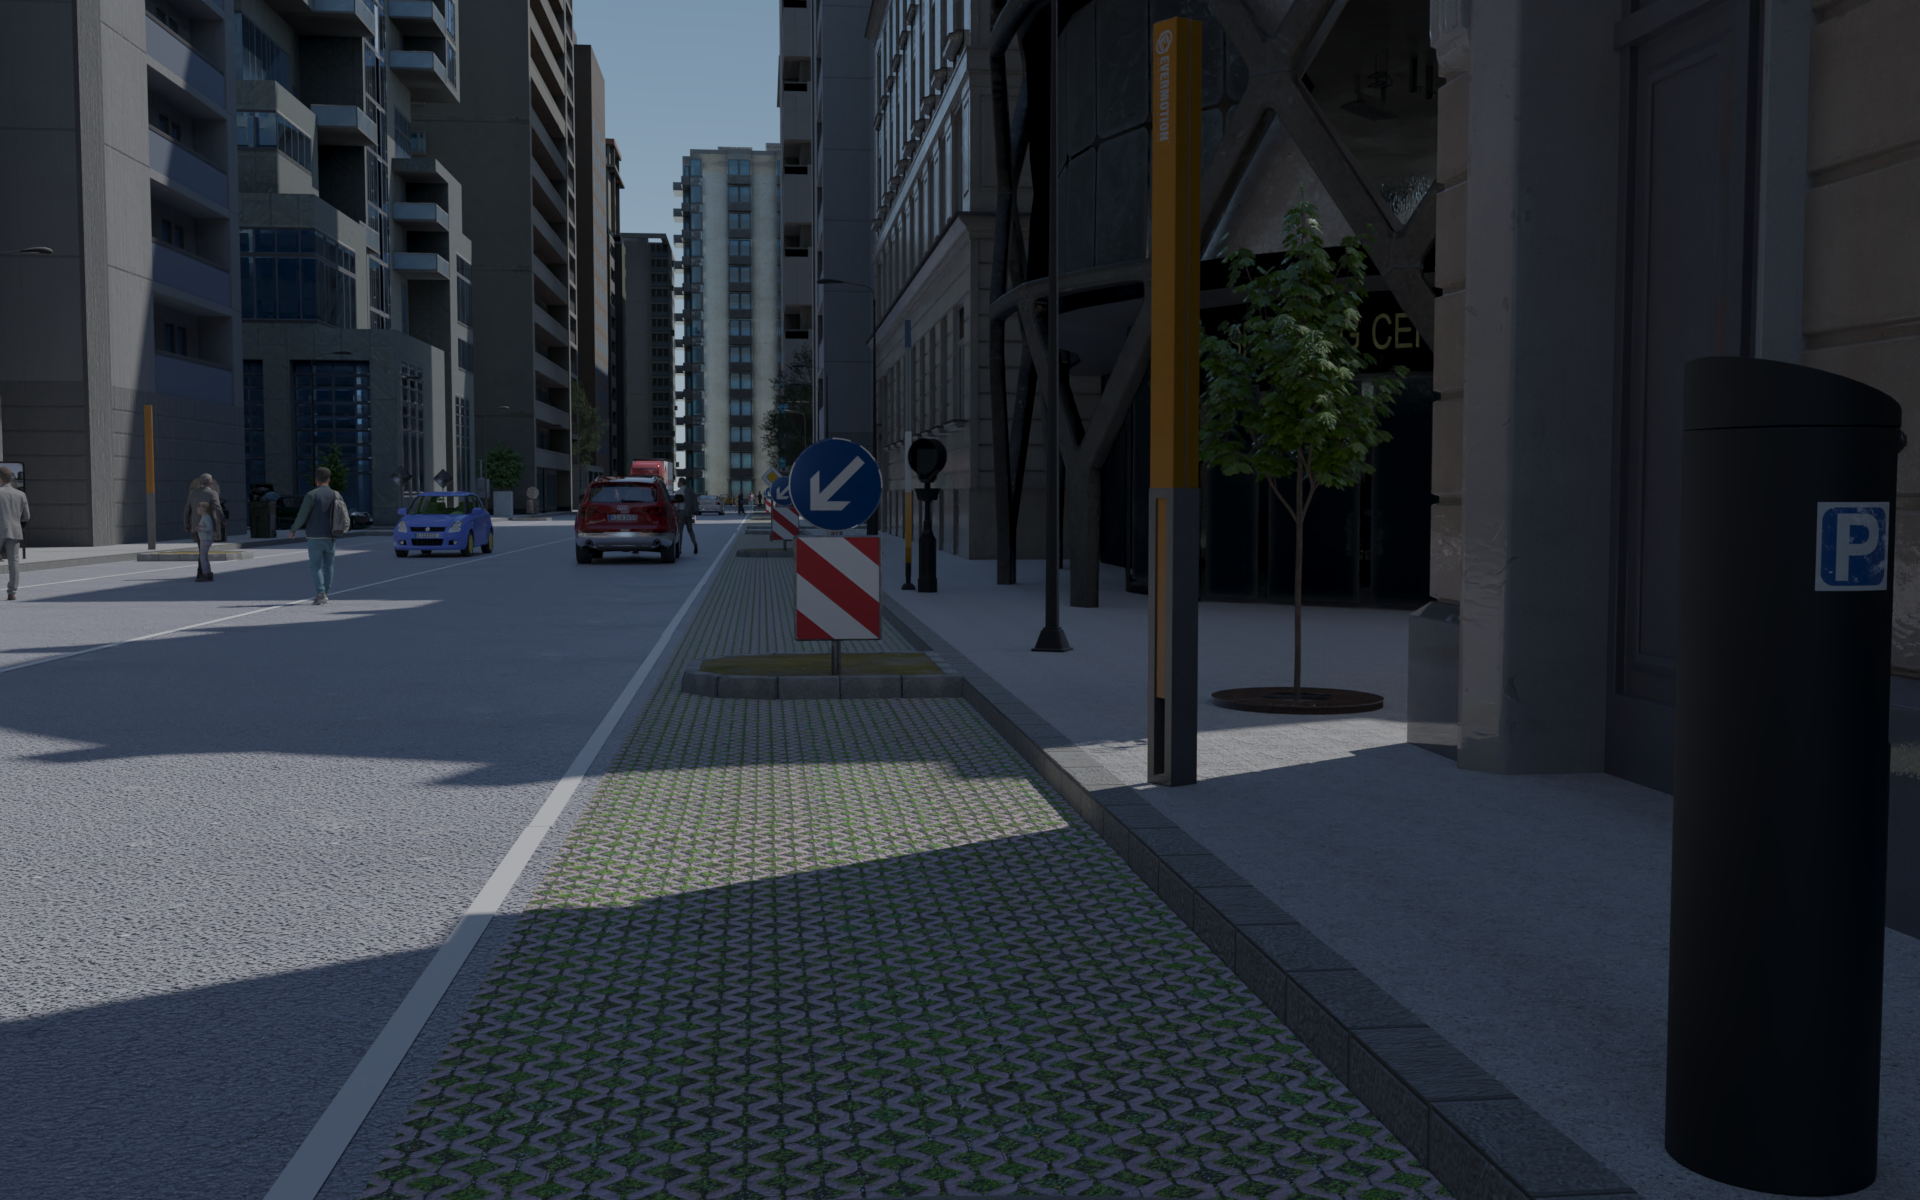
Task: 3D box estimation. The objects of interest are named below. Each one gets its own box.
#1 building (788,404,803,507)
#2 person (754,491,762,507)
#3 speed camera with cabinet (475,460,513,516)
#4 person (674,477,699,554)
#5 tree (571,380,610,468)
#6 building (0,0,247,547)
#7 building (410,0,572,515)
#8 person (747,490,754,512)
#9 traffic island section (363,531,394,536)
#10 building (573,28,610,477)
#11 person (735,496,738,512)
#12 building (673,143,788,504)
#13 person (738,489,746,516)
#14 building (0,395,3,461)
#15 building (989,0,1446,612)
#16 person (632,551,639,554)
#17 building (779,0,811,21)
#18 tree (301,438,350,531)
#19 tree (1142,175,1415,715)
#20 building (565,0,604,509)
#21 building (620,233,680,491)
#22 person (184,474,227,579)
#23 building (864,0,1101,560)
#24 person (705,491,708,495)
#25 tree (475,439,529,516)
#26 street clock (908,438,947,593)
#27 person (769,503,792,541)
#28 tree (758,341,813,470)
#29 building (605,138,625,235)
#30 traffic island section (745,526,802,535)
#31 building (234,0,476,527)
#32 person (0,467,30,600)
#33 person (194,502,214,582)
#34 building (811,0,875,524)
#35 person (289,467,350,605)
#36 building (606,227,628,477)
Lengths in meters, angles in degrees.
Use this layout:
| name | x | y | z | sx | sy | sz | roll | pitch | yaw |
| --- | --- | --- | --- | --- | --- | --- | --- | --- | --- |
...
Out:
| name | x | y | z | sx | sy | sz | roll | pitch | yaw |
| --- | --- | --- | --- | --- | --- | --- | --- | --- | --- |
| building | -5.873 | -33.254 | 167.402 | 21.300 | 48.544 | 21.600 | 0 | 4 | -7 |
| person | -22.186 | -11.107 | 190.622 | 0.750 | 1.759 | 0.617 | -2 | 4 | -31 |
| speed camera with cabinet | -26.895 | -6.460 | 99.964 | 2.038 | 3.252 | 0.660 | 0 | 4 | 4 |
| person | -6.555 | -2.011 | 41.487 | 0.679 | 1.850 | 0.850 | -3 | 5 | -44 |
| tree | -30.834 | -12.079 | 131.901 | 8.767 | 10.594 | 7.601 | 0 | 4 | -8 |
| building | -36.000 | -30.891 | 47.075 | 28.212 | 58.520 | 21.231 | 0 | 4 | -7 |
| building | -38.009 | -30.035 | 114.770 | 21.300 | 48.544 | 21.600 | 0 | 4 | -7 |
| person | -16.860 | -7.971 | 139.666 | 0.563 | 1.720 | 0.643 | -3 | 4 | -36 |
| traffic island section | -19.543 | -2.344 | 60.598 | 2.009 | 0.180 | 2.903 | 0 | 4 | -7 |
| building | -42.218 | -31.781 | 169.730 | 14.600 | 45.320 | 14.200 | 0 | 4 | -7 |
| person | -17.712 | -7.636 | 137.616 | 0.475 | 1.303 | 0.640 | 2 | 4 | 28 |
| building | -23.816 | -37.890 | 239.115 | 30.456 | 49.044 | 23.786 | 0 | 4 | -7 |
| person | -14.605 | -6.521 | 115.544 | 0.576 | 1.772 | 0.534 | 2 | 4 | 32 |
| building | -26.997 | -15.751 | 29.233 | 14.160 | 30.474 | 14.107 | 0 | 4 | -7 |
| building | 8.686 | -9.574 | 23.992 | 16.820 | 18.784 | 16.811 | 0 | 4 | -7 |
| person | -7.868 | -2.033 | 41.868 | 0.709 | 1.813 | 0.853 | -3 | 4 | -37 |
| building | 0.496 | -32.846 | 126.273 | 28.713 | 52.752 | 27.495 | 0 | 4 | -7 |
| tree | -21.568 | -3.984 | 59.743 | 1.663 | 3.219 | 1.824 | 0 | 3 | 0 |
| tree | 2.164 | -0.976 | 10.561 | 1.663 | 3.219 | 1.824 | 0 | 3 | 0 |
| building | -42.352 | -43.620 | 151.439 | 20.563 | 71.187 | 20.611 | 0 | 4 | -7 |
| building | -51.679 | -33.544 | 240.332 | 23.993 | 40.220 | 32.217 | 0 | 4 | -7 |
| person | -12.839 | -1.262 | 29.531 | 0.661 | 1.777 | 0.834 | 0 | 4 | 1 |
| building | 5.772 | -13.131 | 47.982 | 16.112 | 22.955 | 30.059 | 0 | 4 | -7 |
| person | -28.237 | -11.273 | 193.369 | 0.434 | 1.755 | 0.990 | -2 | 4 | -28 |
| tree | -27.474 | -7.361 | 104.058 | 4.285 | 4.588 | 4.351 | 0 | 3 | 0 |
| street clock | -0.424 | -1.100 | 22.549 | 0.471 | 2.002 | 0.358 | 2 | 4 | 33 |
| person | -5.351 | -2.662 | 52.124 | 0.778 | 1.811 | 0.616 | -3 | 5 | -40 |
| tree | -9.155 | -10.531 | 106.590 | 7.601 | 10.594 | 8.767 | -3 | 5 | -42 |
| building | -53.067 | -33.675 | 205.202 | 28.867 | 44.769 | 22.147 | 0 | 4 | -7 |
| traffic island section | -6.685 | -2.433 | 62.060 | 2.009 | 0.180 | 2.903 | 0 | 4 | -7 |
| building | -34.887 | -46.901 | 79.508 | 22.319 | 86.520 | 31.000 | 0 | 4 | -7 |
| person | -12.956 | -0.900 | 23.413 | 0.583 | 1.804 | 0.606 | 2 | 4 | 31 |
| person | -12.362 | -0.950 | 28.313 | 0.425 | 1.301 | 0.394 | 3 | 5 | 39 |
| building | 7.555 | -32.848 | 79.064 | 28.212 | 58.520 | 21.231 | 0 | 4 | -7 |
| person | -8.331 | -0.843 | 22.636 | 0.721 | 1.781 | 0.623 | 2 | 4 | 31 |
| building | -43.214 | -25.266 | 184.795 | 14.160 | 30.474 | 14.107 | 0 | 4 | -7 |
